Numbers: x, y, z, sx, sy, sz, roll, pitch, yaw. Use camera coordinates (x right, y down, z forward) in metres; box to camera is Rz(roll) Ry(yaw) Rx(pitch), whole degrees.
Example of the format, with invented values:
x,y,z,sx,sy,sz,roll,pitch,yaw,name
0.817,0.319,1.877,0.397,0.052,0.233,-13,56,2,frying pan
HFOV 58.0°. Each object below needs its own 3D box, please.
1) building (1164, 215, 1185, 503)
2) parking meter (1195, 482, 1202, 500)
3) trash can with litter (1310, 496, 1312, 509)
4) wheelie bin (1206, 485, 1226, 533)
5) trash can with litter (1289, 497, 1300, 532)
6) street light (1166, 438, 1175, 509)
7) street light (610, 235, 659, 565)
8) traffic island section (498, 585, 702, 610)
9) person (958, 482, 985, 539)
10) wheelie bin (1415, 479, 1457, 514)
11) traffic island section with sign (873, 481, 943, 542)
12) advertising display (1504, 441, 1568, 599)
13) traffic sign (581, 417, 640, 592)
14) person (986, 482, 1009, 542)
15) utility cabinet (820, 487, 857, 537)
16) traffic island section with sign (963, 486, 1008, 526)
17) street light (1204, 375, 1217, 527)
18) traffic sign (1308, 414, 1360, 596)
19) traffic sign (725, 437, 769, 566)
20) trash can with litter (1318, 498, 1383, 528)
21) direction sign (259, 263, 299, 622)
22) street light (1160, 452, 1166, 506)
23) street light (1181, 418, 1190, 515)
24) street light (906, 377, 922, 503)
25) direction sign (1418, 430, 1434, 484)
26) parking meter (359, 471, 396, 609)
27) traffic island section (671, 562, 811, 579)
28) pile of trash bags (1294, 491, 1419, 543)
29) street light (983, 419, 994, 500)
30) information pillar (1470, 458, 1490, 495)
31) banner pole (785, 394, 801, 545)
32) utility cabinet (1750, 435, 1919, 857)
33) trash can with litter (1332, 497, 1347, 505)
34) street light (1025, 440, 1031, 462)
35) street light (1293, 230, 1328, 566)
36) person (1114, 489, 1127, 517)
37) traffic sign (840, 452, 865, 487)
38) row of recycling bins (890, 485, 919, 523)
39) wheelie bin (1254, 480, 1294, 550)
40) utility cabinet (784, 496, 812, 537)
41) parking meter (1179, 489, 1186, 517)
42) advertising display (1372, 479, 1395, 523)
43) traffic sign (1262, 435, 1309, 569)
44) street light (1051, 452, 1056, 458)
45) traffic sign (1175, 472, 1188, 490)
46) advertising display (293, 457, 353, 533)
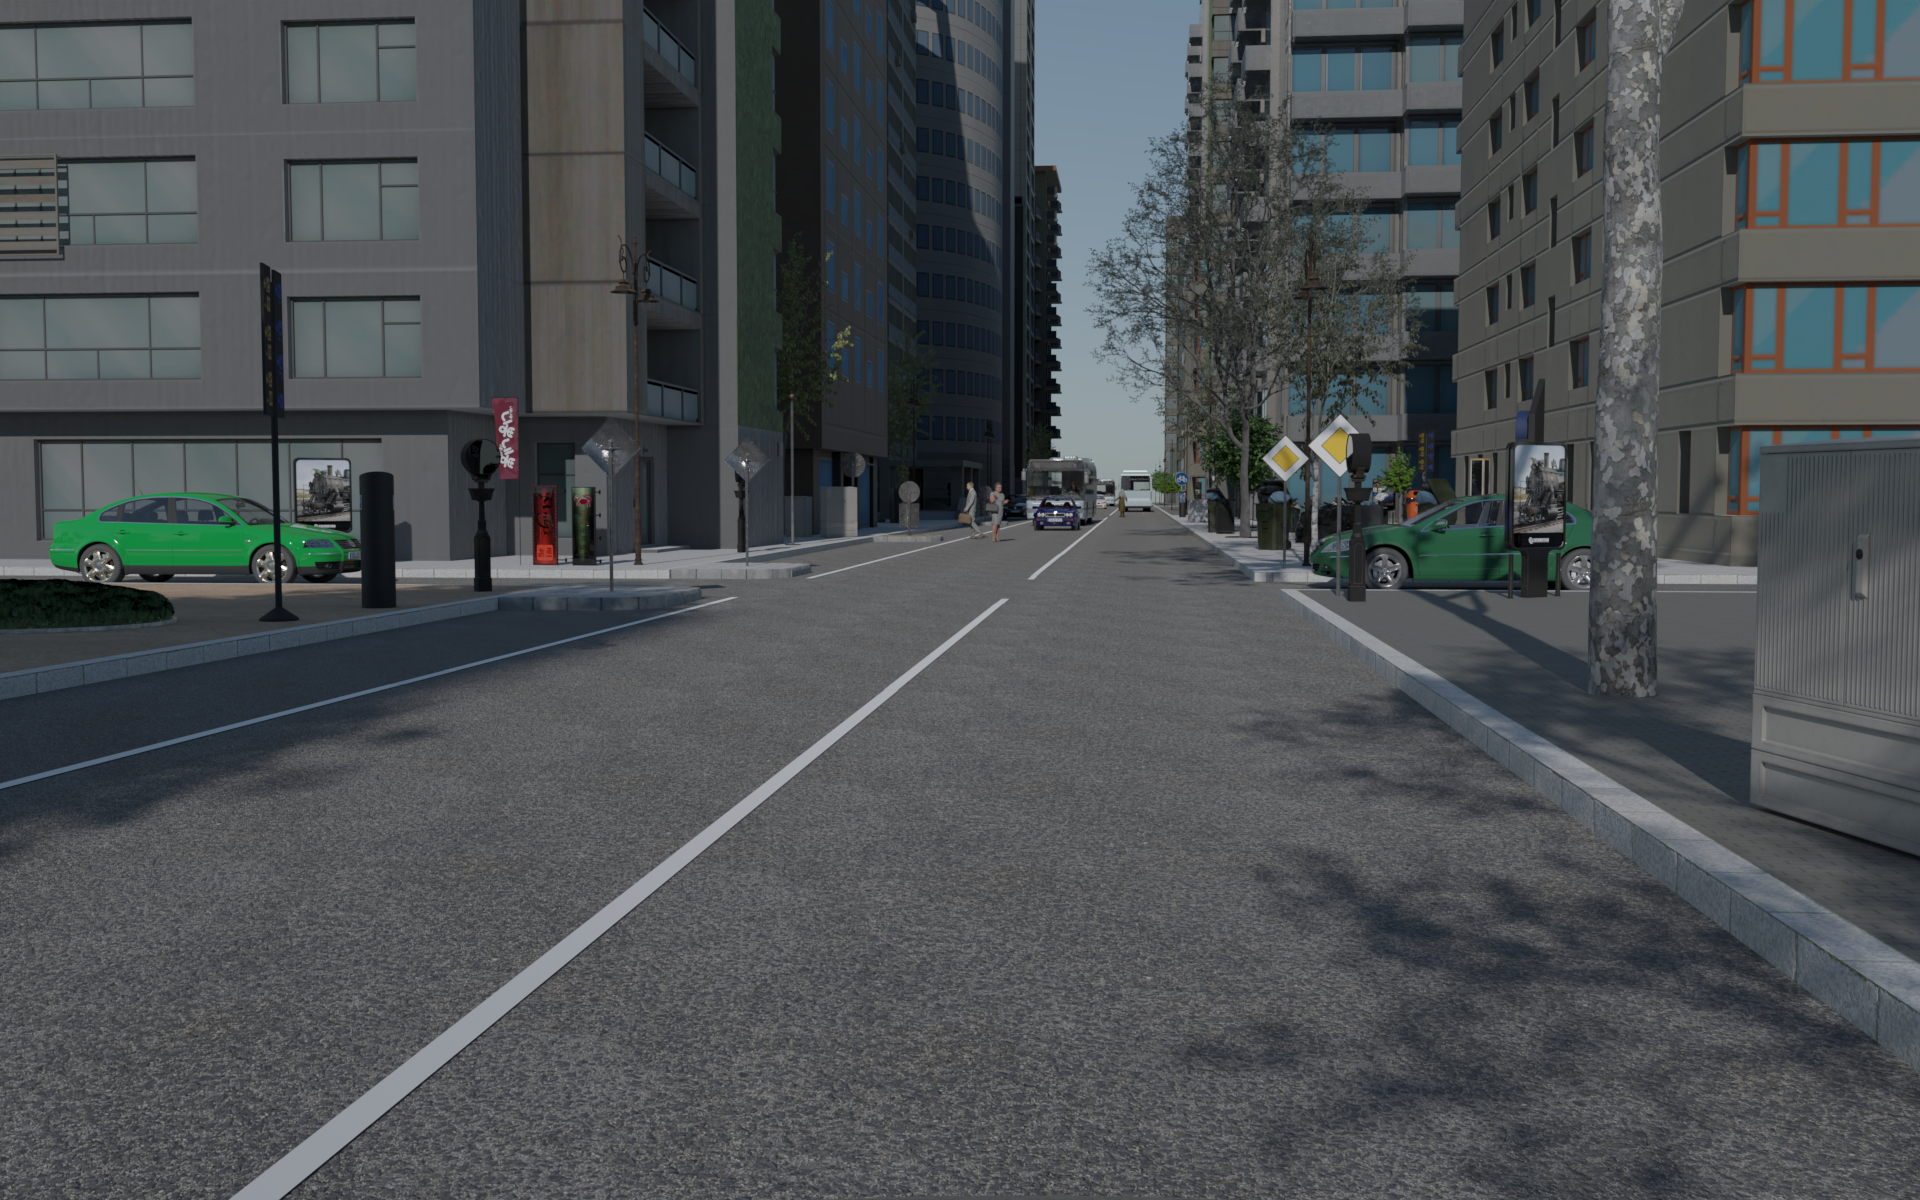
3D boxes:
x,y,z,sx,sy,sz,roll,pitch,yaw,name
37.224,-34.950,255.023,14.154,41.232,14.086,0,4,6,building
11.376,-4.709,82.696,0.255,1.863,0.399,1,4,22,parking meter
14.151,-3.637,70.523,1.678,1.210,2.233,-3,5,-40,trash can with litter
8.517,-3.042,57.648,0.693,1.594,0.980,0,4,7,wheelie bin
10.826,-2.836,57.756,1.055,1.170,0.624,1,4,14,trash can with litter
17.580,-10.447,143.591,0.468,5.910,1.993,0,4,6,street light
-5.816,-3.569,31.144,0.468,5.910,1.993,0,4,6,street light
-4.606,-0.032,22.799,2.009,0.180,2.903,0,4,6,traffic island section
0.359,-2.834,54.951,0.853,1.813,0.709,0,4,-2,person
9.759,-1.689,35.525,0.980,1.594,0.693,-3,4,-38,wheelie bin
-1.543,-2.708,52.902,1.989,1.847,2.006,0,4,6,traffic island section with sign
7.129,-0.993,21.450,0.974,1.923,0.123,-2,4,-31,advertising display
-4.582,-1.168,22.735,0.795,2.450,0.064,0,4,6,traffic sign
1.093,-2.620,51.690,0.716,1.782,0.532,-2,4,-33,person
-3.573,-2.600,51.194,1.173,1.500,0.318,-3,5,-43,utility cabinet
1.201,-4.348,79.718,1.989,1.847,2.006,0,4,6,traffic island section with sign
9.718,-5.778,67.259,0.468,5.910,1.993,0,4,6,street light
4.762,-1.108,21.766,0.795,2.450,0.064,0,4,6,traffic sign
-3.772,-1.654,30.679,0.795,2.450,0.064,0,4,6,traffic sign
8.049,-1.313,32.526,2.233,1.210,1.678,2,4,25,trash can with litter
-6.902,-1.557,17.451,0.379,3.537,0.876,-1,4,-10,direction sign
21.316,-12.686,180.208,0.468,5.910,1.993,0,4,6,street light
13.811,-8.190,106.692,0.468,5.910,1.993,0,4,6,street light
-1.818,-5.851,68.456,0.468,5.910,1.993,0,4,6,street light
16.454,-4.232,61.188,0.379,3.537,0.876,-1,4,-20,direction sign
-6.570,-0.681,19.543,0.372,1.533,0.369,0,3,0,parking meter
-3.796,-0.518,30.743,2.009,0.180,2.903,0,4,6,traffic island section
10.656,-2.197,45.673,3.447,1.369,1.912,0,4,-5,pile of trash bags
1.913,-8.223,107.226,0.468,5.910,1.993,0,4,6,street light
10.734,-1.915,35.796,0.304,2.012,0.304,3,5,41,information pillar
-4.221,-3.277,43.590,0.401,3.779,0.863,0,4,-6,banner pole
3.422,0.136,6.458,0.318,1.500,1.173,0,4,-6,utility cabinet
16.055,-3.733,72.422,1.055,1.170,0.624,-3,4,-38,trash can with litter
5.721,-10.496,144.397,0.468,5.910,1.993,0,4,6,street light
6.165,-3.537,30.623,0.468,5.910,1.993,0,4,6,street light
9.973,-5.992,107.198,0.721,1.736,1.217,3,5,44,person
-3.260,-3.212,52.626,0.768,2.556,0.104,0,4,6,traffic sign
-2.533,-4.329,77.888,1.069,1.692,3.534,1,4,8,row of recycling bins
7.184,-1.941,39.638,0.693,1.594,0.980,-3,4,-37,wheelie bin
-4.846,-2.496,51.963,0.306,1.237,1.020,-3,5,-43,utility cabinet
12.276,-5.329,95.536,0.372,1.533,0.369,0,3,0,parking meter
17.594,-4.079,71.908,0.974,1.923,0.123,3,4,38,advertising display
5.572,-1.594,29.710,0.795,2.450,0.064,0,4,6,traffic sign
10.423,-13.281,189.936,0.468,5.910,1.993,0,4,6,street light
12.980,-6.194,101.371,0.768,2.556,0.104,0,4,6,traffic sign
-11.300,-1.561,30.732,0.974,1.923,0.123,-2,4,-30,advertising display
